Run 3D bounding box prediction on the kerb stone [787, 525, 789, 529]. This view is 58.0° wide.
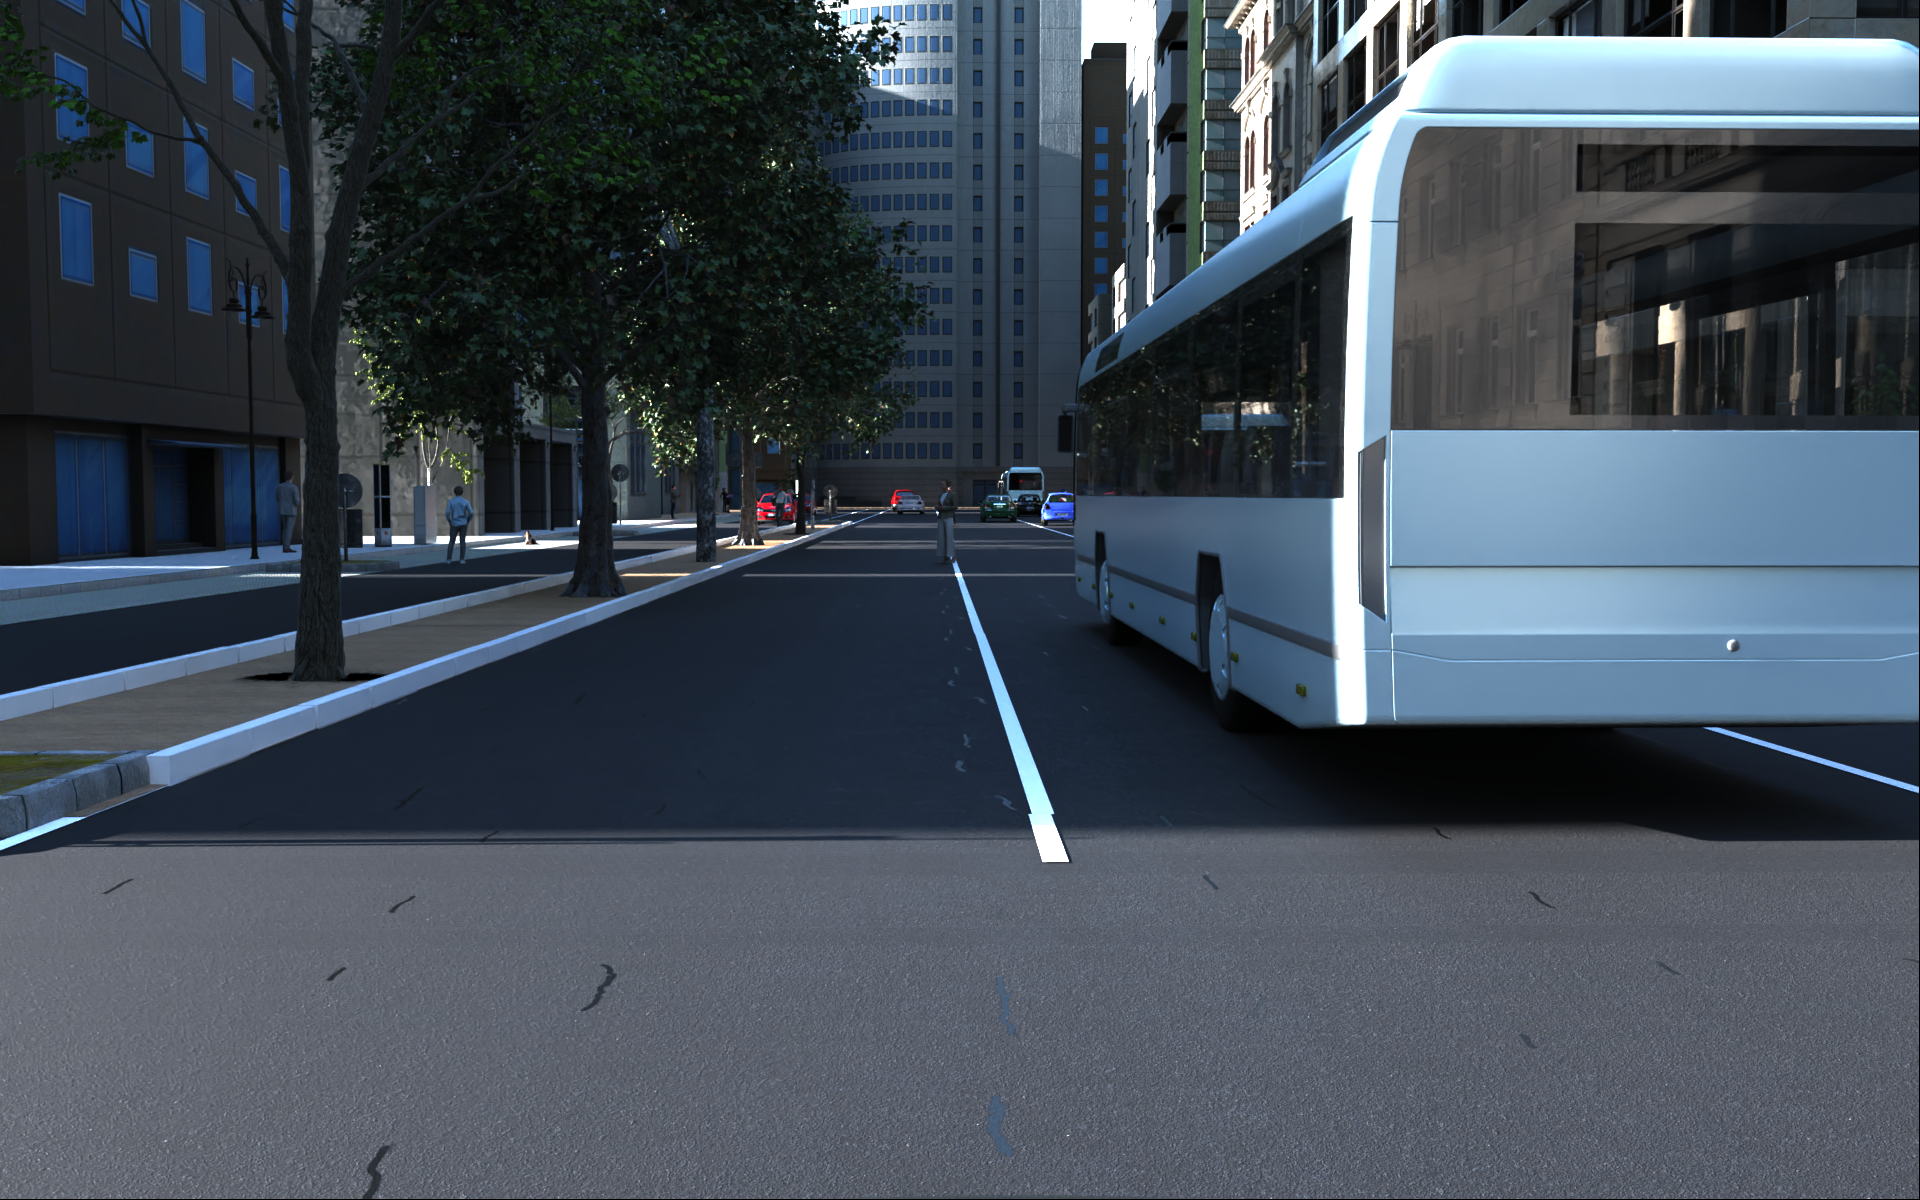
[{"bbox_3d":[-7.050,-2.890,69.446,0.120,0.150,1.000,0,4,-1],"label":"kerb stone"}]

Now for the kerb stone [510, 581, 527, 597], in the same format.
[{"bbox_3d":[-6.302,-0.132,24.348,0.120,0.150,1.000,0,4,-1],"label":"kerb stone"}]

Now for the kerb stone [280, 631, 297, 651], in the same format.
[{"bbox_3d":[-6.154,0.371,16.129,0.120,0.150,1.000,0,4,-1],"label":"kerb stone"}]

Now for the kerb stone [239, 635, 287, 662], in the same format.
[{"bbox_3d":[-6.145,0.440,15.107,0.120,0.150,1.000,0,4,-1],"label":"kerb stone"}]

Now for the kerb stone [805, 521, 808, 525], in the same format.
[{"bbox_3d":[-7.264,-3.643,81.775,0.120,0.150,1.000,0,4,-1],"label":"kerb stone"}]

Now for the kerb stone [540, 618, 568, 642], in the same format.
[{"bbox_3d":[-4.078,0.310,17.168,0.120,0.150,1.000,0,4,-1],"label":"kerb stone"}]

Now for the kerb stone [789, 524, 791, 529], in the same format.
[{"bbox_3d":[-7.077,-2.953,70.478,0.120,0.150,1.000,0,4,-1],"label":"kerb stone"}]

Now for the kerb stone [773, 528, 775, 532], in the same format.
[{"bbox_3d":[-6.958,-2.514,63.295,0.120,0.150,1.000,0,4,-1],"label":"kerb stone"}]

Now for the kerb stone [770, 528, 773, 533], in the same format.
[{"bbox_3d":[-6.931,-2.447,62.273,0.120,0.150,1.000,0,4,-1],"label":"kerb stone"}]

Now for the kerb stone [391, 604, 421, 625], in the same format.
[{"bbox_3d":[-6.216,0.183,19.215,0.120,0.150,1.000,0,4,-1],"label":"kerb stone"}]

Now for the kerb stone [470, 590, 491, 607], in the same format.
[{"bbox_3d":[-6.260,-0.006,22.299,0.120,0.150,1.000,0,4,-1],"label":"kerb stone"}]

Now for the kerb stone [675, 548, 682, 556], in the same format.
[{"bbox_3d":[-6.558,-1.070,39.696,0.120,0.150,1.000,0,4,-1],"label":"kerb stone"}]

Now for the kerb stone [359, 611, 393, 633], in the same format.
[{"bbox_3d":[-6.199,0.245,18.190,0.120,0.150,1.000,0,4,-1],"label":"kerb stone"}]

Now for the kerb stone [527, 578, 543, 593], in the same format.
[{"bbox_3d":[-6.315,-0.194,25.370,0.120,0.150,1.000,0,4,-1],"label":"kerb stone"}]

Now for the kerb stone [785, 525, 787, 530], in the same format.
[{"bbox_3d":[-7.046,-2.827,68.424,0.120,0.150,1.000,0,4,-1],"label":"kerb stone"}]

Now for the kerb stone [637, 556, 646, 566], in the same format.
[{"bbox_3d":[-6.470,-0.756,34.581,0.120,0.150,1.000,0,4,-1],"label":"kerb stone"}]

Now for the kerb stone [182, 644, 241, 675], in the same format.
[{"bbox_3d":[-6.126,0.497,14.071,0.120,0.150,1.000,0,4,-1],"label":"kerb stone"}]

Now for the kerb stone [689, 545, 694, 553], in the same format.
[{"bbox_3d":[-6.592,-1.194,41.751,0.120,0.150,1.000,0,4,-1],"label":"kerb stone"}]

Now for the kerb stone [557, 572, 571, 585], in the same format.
[{"bbox_3d":[-6.358,-0.320,27.420,0.120,0.150,1.000,0,4,-1],"label":"kerb stone"}]

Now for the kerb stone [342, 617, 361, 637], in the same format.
[{"bbox_3d":[-6.185,0.308,17.154,0.120,0.150,1.000,0,4,-1],"label":"kerb stone"}]

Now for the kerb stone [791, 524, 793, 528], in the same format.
[{"bbox_3d":[-7.090,-3.016,71.510,0.120,0.150,1.000,0,4,-1],"label":"kerb stone"}]

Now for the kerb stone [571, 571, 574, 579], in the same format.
[{"bbox_3d":[-6.370,-0.382,28.442,0.120,0.150,1.000,0,4,-1],"label":"kerb stone"}]

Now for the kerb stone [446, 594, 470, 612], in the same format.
[{"bbox_3d":[-6.250,0.057,21.272,0.120,0.150,1.000,0,4,-1],"label":"kerb stone"}]

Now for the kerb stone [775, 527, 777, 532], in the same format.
[{"bbox_3d":[-6.979,-2.576,64.318,0.120,0.150,1.000,0,4,-1],"label":"kerb stone"}]

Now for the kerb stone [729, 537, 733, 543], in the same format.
[{"bbox_3d":[-6.735,-1.699,49.970,0.120,0.150,1.000,0,4,-1],"label":"kerb stone"}]

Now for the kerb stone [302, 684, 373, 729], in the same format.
[{"bbox_3d":[-3.973,0.683,11.026,0.120,0.150,1.000,0,4,-1],"label":"kerb stone"}]

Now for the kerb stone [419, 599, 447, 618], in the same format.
[{"bbox_3d":[-6.233,0.119,20.250,0.120,0.150,1.000,0,4,-1],"label":"kerb stone"}]

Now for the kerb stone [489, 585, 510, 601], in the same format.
[{"bbox_3d":[-6.280,-0.068,23.321,0.120,0.150,1.000,0,4,-1],"label":"kerb stone"}]

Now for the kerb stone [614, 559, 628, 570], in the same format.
[{"bbox_3d":[-6.441,-0.633,32.537,0.120,0.150,1.000,0,4,-1],"label":"kerb stone"}]

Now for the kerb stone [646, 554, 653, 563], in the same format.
[{"bbox_3d":[-6.496,-0.820,35.603,0.120,0.150,1.000,0,4,-1],"label":"kerb stone"}]

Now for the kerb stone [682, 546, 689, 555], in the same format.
[{"bbox_3d":[-6.570,-1.133,40.718,0.120,0.150,1.000,0,4,-1],"label":"kerb stone"}]

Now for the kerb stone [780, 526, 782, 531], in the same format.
[{"bbox_3d":[-7.006,-2.702,66.374,0.120,0.150,1.000,0,4,-1],"label":"kerb stone"}]

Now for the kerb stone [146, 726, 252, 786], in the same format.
[{"bbox_3d":[-3.940,0.808,8.981,0.120,0.150,1.000,0,4,-1],"label":"kerb stone"}]

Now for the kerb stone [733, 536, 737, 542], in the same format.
[{"bbox_3d":[-6.745,-1.758,50.993,0.120,0.150,1.000,0,4,-1],"label":"kerb stone"}]

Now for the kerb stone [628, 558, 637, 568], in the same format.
[{"bbox_3d":[-6.456,-0.695,33.559,0.120,0.150,1.000,0,4,-1],"label":"kerb stone"}]

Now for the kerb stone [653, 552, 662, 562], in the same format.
[{"bbox_3d":[-6.495,-0.883,36.626,0.120,0.150,1.000,0,4,-1],"label":"kerb stone"}]

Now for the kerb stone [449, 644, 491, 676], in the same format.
[{"bbox_3d":[-4.029,0.495,14.098,0.120,0.150,1.000,0,4,-1],"label":"kerb stone"}]

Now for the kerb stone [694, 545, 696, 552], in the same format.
[{"bbox_3d":[-6.614,-1.258,42.782,0.120,0.150,1.000,0,4,-1],"label":"kerb stone"}]

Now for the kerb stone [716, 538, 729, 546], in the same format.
[{"bbox_3d":[-6.719,-1.635,48.943,0.120,0.150,1.000,0,4,-1],"label":"kerb stone"}]

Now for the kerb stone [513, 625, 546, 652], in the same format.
[{"bbox_3d":[-4.058,0.370,16.144,0.120,0.150,1.000,0,4,-1],"label":"kerb stone"}]

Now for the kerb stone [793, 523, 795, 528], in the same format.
[{"bbox_3d":[-7.104,-3.079,72.539,0.120,0.150,1.000,0,4,-1],"label":"kerb stone"}]

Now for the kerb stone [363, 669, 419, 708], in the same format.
[{"bbox_3d":[-3.990,0.620,12.054,0.120,0.150,1.000,0,4,-1],"label":"kerb stone"}]

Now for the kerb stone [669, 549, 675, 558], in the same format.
[{"bbox_3d":[-6.547,-1.008,38.674,0.120,0.150,1.000,0,4,-1],"label":"kerb stone"}]

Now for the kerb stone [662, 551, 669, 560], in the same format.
[{"bbox_3d":[-6.517,-0.945,37.649,0.120,0.150,1.000,0,4,-1],"label":"kerb stone"}]

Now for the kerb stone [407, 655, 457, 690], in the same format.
[{"bbox_3d":[-4.013,0.558,13.076,0.120,0.150,1.000,0,4,-1],"label":"kerb stone"}]

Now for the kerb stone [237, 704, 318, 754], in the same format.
[{"bbox_3d":[-3.964,0.749,10.003,0.120,0.150,1.000,0,4,-1],"label":"kerb stone"}]

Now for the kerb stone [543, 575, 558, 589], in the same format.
[{"bbox_3d":[-6.340,-0.255,26.392,0.120,0.150,1.000,0,4,-1],"label":"kerb stone"}]

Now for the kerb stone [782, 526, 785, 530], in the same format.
[{"bbox_3d":[-7.023,-2.765,67.396,0.120,0.150,1.000,0,4,-1],"label":"kerb stone"}]

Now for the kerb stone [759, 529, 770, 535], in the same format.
[{"bbox_3d":[-6.919,-2.388,61.245,0.120,0.150,1.000,0,4,-1],"label":"kerb stone"}]

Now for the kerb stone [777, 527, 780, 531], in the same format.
[{"bbox_3d":[-6.990,-2.639,65.345,0.120,0.150,1.000,0,4,-1],"label":"kerb stone"}]

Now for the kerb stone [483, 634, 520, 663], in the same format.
[{"bbox_3d":[-4.043,0.436,15.122,0.120,0.150,1.000,0,4,-1],"label":"kerb stone"}]
